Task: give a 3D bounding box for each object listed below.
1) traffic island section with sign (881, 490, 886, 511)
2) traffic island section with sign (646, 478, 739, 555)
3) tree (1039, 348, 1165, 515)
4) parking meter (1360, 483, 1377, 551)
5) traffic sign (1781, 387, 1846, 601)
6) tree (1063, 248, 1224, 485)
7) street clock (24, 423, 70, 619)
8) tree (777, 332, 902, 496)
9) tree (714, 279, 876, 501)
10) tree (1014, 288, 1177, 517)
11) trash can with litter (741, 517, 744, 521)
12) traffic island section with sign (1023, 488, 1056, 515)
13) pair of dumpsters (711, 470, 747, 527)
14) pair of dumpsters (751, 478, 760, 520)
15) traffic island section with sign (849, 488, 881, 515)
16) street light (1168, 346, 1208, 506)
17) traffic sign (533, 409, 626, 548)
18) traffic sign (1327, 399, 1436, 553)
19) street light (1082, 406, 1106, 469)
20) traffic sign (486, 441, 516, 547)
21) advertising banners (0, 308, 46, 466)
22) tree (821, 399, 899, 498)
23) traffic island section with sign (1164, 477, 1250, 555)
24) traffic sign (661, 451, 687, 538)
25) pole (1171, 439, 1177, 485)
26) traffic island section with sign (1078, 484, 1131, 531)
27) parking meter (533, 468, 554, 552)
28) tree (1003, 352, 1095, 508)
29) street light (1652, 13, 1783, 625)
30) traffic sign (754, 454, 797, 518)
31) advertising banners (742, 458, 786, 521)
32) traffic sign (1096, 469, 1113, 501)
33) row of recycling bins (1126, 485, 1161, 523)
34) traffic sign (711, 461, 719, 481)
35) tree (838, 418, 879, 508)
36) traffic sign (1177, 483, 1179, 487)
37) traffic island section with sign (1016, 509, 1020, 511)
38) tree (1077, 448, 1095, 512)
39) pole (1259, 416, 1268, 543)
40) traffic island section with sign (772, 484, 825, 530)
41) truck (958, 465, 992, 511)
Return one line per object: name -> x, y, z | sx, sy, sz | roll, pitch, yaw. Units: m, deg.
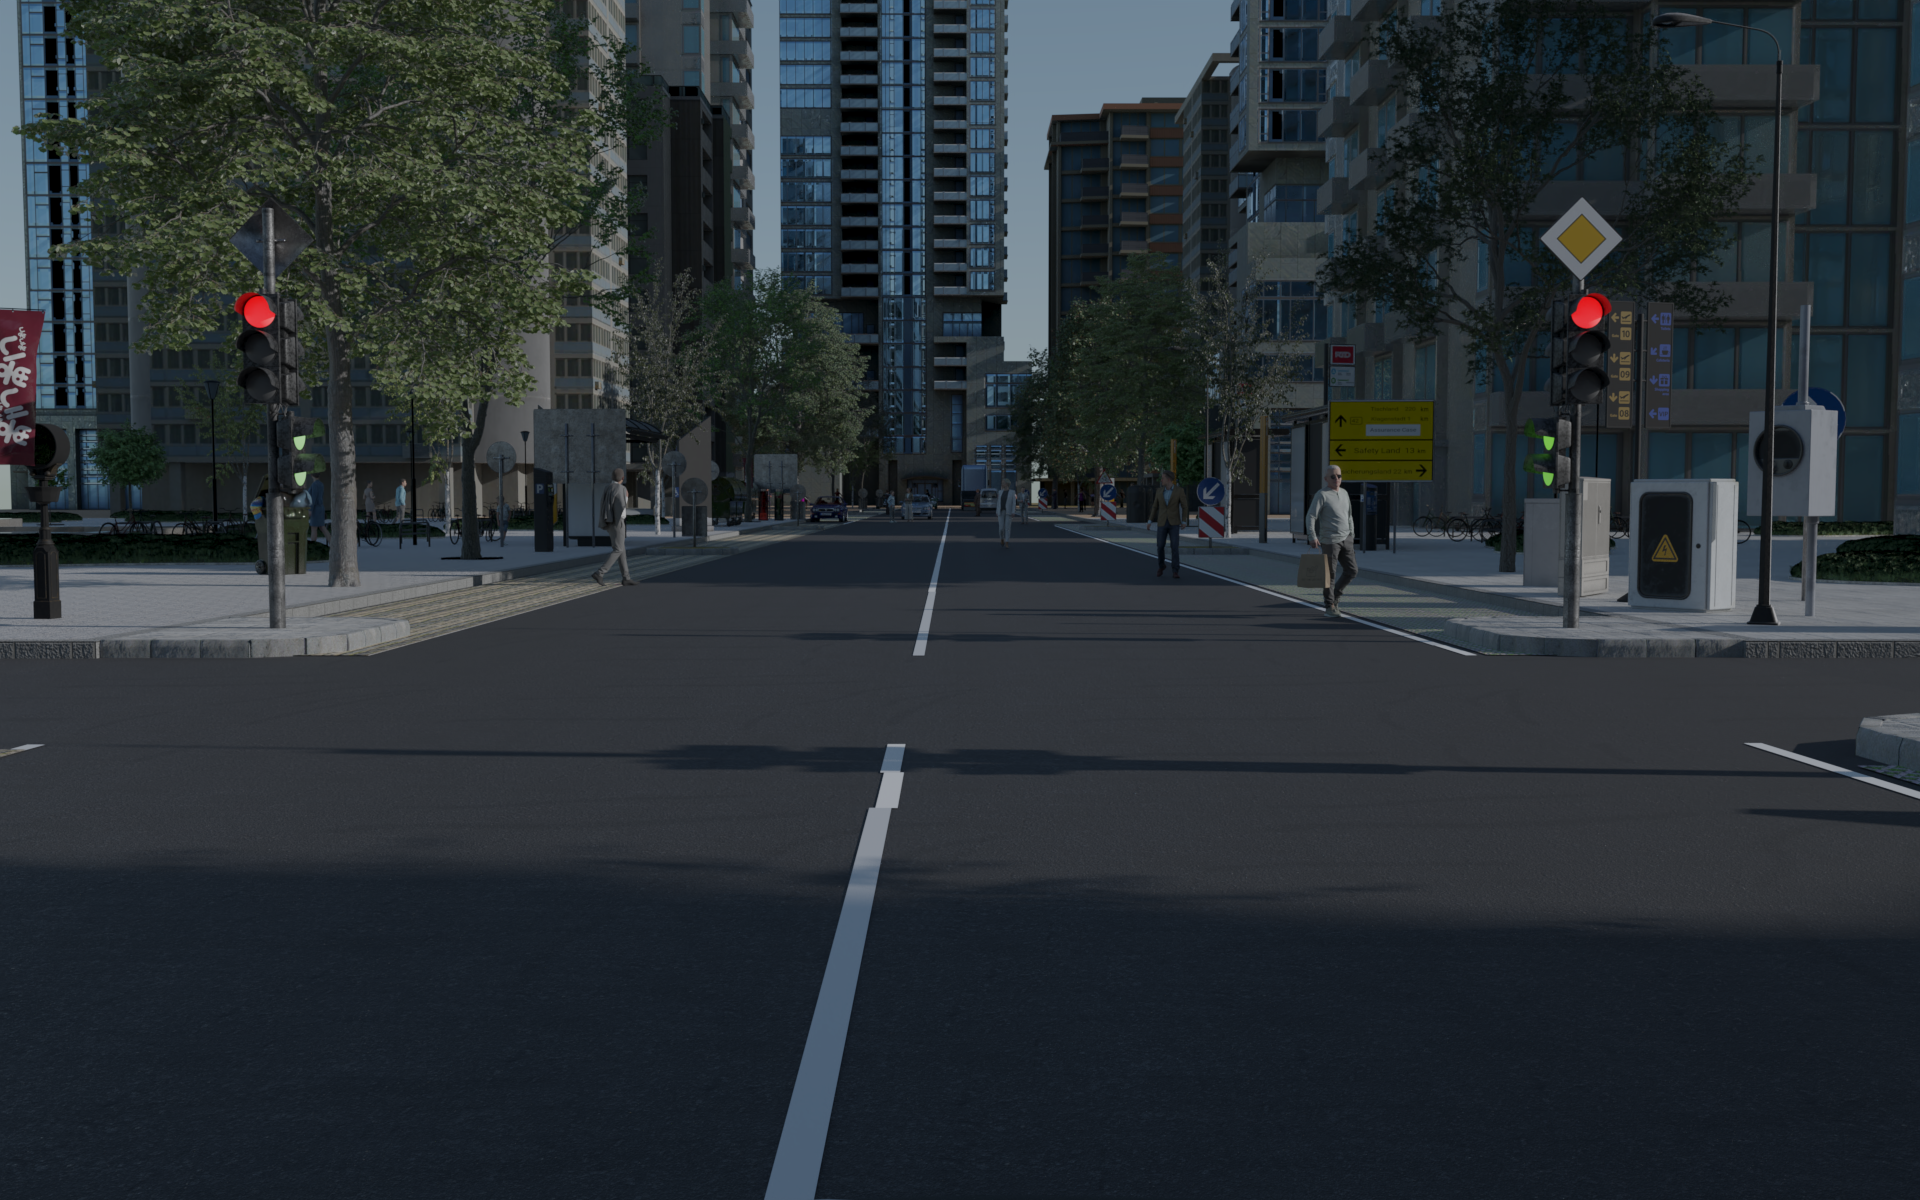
traffic island section with sign -> -6.720, -8.413, 146.184 | 1.989, 1.847, 2.006 | 0, 4, 0
traffic island section with sign -> -6.322, -1.992, 41.197 | 1.989, 1.847, 2.006 | 0, 4, 0
tree -> 8.661, -11.110, 107.409 | 9.928, 11.665, 9.643 | 0, 3, 0
parking meter -> 9.258, -1.886, 39.247 | 0.372, 1.533, 0.369 | 0, 3, 0
traffic sign -> 10.148, -1.261, 20.724 | 0.768, 2.556, 0.104 | 1, 4, 9
tree -> 8.809, -9.920, 80.321 | 7.486, 12.596, 7.792 | 0, 3, 0
street clock -> -9.402, -0.809, 17.790 | 0.471, 2.002, 0.358 | 0, 4, 7
tree -> -9.604, -13.390, 129.293 | 12.009, 13.543, 11.850 | 0, 3, 0
tree -> -9.779, -11.922, 101.578 | 9.857, 13.997, 8.962 | 0, 3, 0
tree -> 7.835, -11.007, 96.974 | 9.611, 12.733, 9.660 | 0, 3, 0
trash can with litter -> -10.344, -4.210, 80.228 | 0.624, 1.170, 1.055 | -3, 4, -36
traffic island section with sign -> 5.505, -6.713, 118.393 | 1.989, 1.847, 2.006 | 0, 4, 0
pair of dumpsters -> -9.575, -4.111, 69.708 | 1.574, 2.255, 4.437 | 0, 3, 0
pair of dumpsters -> -10.882, -5.091, 85.732 | 1.574, 2.255, 4.437 | 0, 4, 0
traffic island section with sign -> -6.620, -6.761, 119.163 | 1.989, 1.847, 2.006 | 0, 4, 0
street light -> 7.228, -5.015, 54.539 | 1.470, 5.913, 1.316 | 0, 4, 0
traffic sign -> -9.075, -2.903, 41.339 | 2.265, 3.308, 0.079 | 0, 4, 6
traffic sign -> 9.059, -2.657, 37.318 | 2.265, 3.308, 0.079 | 0, 4, 5
street light -> 7.101, -7.254, 91.147 | 1.470, 5.913, 1.316 | 0, 4, 0
traffic sign -> -11.077, -2.551, 41.816 | 0.768, 2.556, 0.104 | 1, 4, 9
advertising banners -> -9.575, -1.212, 16.010 | 2.074, 3.025, 0.090 | -2, 4, -28
tree -> -9.748, -14.332, 168.737 | 8.767, 10.594, 7.601 | 1, 4, 12
traffic island section with sign -> 5.799, -2.012, 41.529 | 1.989, 1.847, 2.006 | 0, 4, 0
traffic sign -> -8.433, -3.116, 51.054 | 0.768, 2.556, 0.104 | 0, 4, 7
pole -> 7.930, -4.313, 64.365 | 0.158, 3.312, 0.155 | 0, 3, 0
traffic island section with sign -> 5.687, -3.661, 68.484 | 1.989, 1.847, 2.006 | 0, 4, 0
parking meter -> -9.219, -1.998, 38.384 | 0.399, 1.863, 0.255 | 1, 4, 22
tree -> 8.627, -15.219, 155.486 | 9.857, 13.997, 8.962 | 0, 3, 0
street light -> 7.384, -2.714, 16.909 | 1.470, 5.913, 1.316 | 0, 4, 0
traffic sign -> -9.385, -5.767, 88.166 | 2.265, 3.308, 0.079 | 1, 4, 9
advertising banners -> -9.443, -5.331, 83.344 | 2.074, 3.025, 0.090 | 0, 4, -2
traffic sign -> 7.423, -5.444, 89.009 | 0.884, 2.594, 0.081 | 0, 4, 6
row of recycling bins -> 8.395, -4.350, 78.238 | 1.069, 1.692, 3.534 | 2, 4, 23
traffic sign -> -9.582, -4.045, 66.245 | 0.768, 2.556, 0.104 | 0, 4, 7
tree -> -9.477, -12.584, 156.110 | 4.737, 8.622, 4.395 | 0, 3, 0
traffic sign -> 9.107, -4.418, 72.342 | 0.768, 2.556, 0.104 | 1, 4, 8
traffic island section with sign -> 5.407, -8.396, 145.901 | 1.989, 1.847, 2.006 | 0, 4, 0
tree -> 8.916, -10.788, 126.745 | 4.737, 8.622, 4.395 | 0, 3, 0
pole -> 7.918, -3.138, 45.142 | 0.158, 3.312, 0.155 | 0, 3, 0
traffic island section with sign -> -6.422, -3.697, 69.072 | 1.989, 1.847, 2.006 | 0, 4, 0
truck -> 1.390, -10.060, 154.239 | 2.967, 4.110, 18.799 | 0, 4, -1
